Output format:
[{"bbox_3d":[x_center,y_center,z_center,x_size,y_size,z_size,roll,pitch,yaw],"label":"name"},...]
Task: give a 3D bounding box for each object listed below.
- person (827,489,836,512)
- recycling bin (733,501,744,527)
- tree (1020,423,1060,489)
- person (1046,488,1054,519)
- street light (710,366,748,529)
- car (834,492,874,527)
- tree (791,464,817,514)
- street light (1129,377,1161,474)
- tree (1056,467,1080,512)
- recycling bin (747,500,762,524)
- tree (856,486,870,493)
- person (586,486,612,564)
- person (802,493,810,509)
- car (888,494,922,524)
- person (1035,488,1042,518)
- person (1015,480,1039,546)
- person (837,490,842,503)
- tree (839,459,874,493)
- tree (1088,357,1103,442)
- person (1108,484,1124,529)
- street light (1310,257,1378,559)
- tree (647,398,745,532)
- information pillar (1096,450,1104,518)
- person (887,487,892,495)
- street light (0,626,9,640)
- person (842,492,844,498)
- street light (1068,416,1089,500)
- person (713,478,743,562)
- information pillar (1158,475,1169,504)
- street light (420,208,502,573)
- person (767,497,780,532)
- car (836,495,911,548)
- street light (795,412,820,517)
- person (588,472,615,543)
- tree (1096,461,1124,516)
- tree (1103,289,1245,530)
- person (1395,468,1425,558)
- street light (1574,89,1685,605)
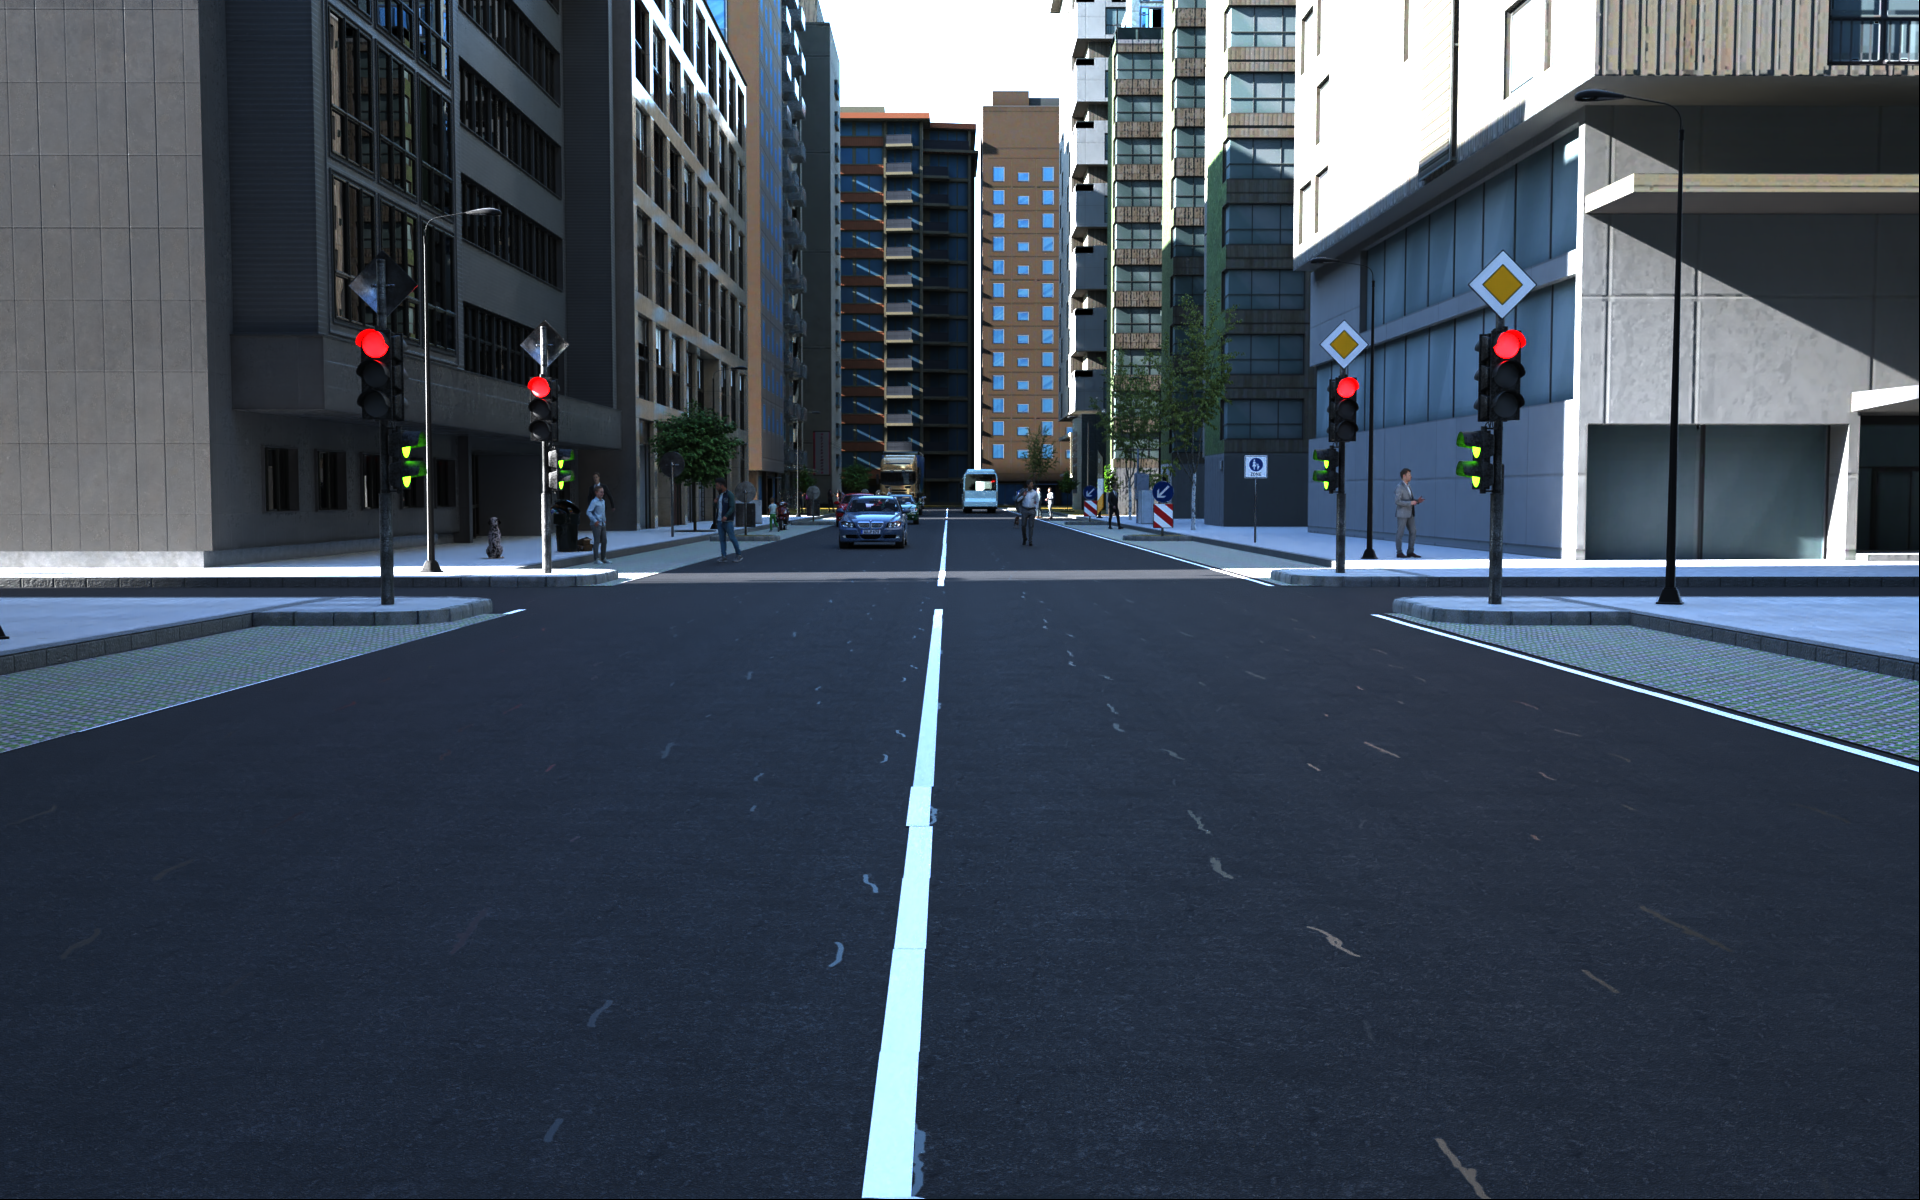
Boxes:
[{"bbox_3d":[-9.085,-7.030,122.452,0.593,1.643,0.415,0,4,-6],"label":"person"},{"bbox_3d":[-8.823,-3.379,67.803,0.722,1.027,0.722,-1,4,-12],"label":"recycling bin"},{"bbox_3d":[8.156,-14.111,181.082,4.737,8.622,4.395,0,3,0],"label":"tree"},{"bbox_3d":[5.150,-5.602,100.290,0.583,1.804,0.606,-2,4,-35],"label":"person"},{"bbox_3d":[-8.426,-5.540,63.126,1.470,5.913,1.316,0,4,0],"label":"street light"},{"bbox_3d":[-4.505,-4.171,77.233,2.155,1.783,4.494,0,4,1],"label":"car"},{"bbox_3d":[-10.019,-7.105,110.761,1.663,3.219,1.824,0,3,0],"label":"tree"},{"bbox_3d":[7.384,-5.881,68.698,1.470,5.913,1.316,0,4,0],"label":"street light"},{"bbox_3d":[7.721,-8.045,126.137,1.663,3.219,1.824,0,3,0],"label":"tree"},{"bbox_3d":[-8.962,-3.764,74.102,0.722,1.027,0.722,3,5,43],"label":"recycling bin"},{"bbox_3d":[-9.579,-10.651,168.740,1.663,3.219,1.824,0,3,0],"label":"tree"},{"bbox_3d":[-7.356,-1.527,35.282,0.330,1.601,0.589,2,4,31],"label":"person"},{"bbox_3d":[-13.350,-8.875,151.838,1.217,1.739,0.721,-1,4,-14],"label":"person"},{"bbox_3d":[-2.904,-4.383,83.468,2.131,1.459,4.920,0,4,-2],"label":"car"},{"bbox_3d":[4.633,-5.804,103.564,0.590,1.801,0.661,0,4,-1],"label":"person"},{"bbox_3d":[1.871,-2.433,48.377,0.679,1.850,0.850,0,4,-2],"label":"person"},{"bbox_3d":[-10.578,-8.823,151.761,0.415,1.643,0.593,1,4,9],"label":"person"},{"bbox_3d":[-9.728,-10.969,163.050,4.285,4.588,4.351,0,3,0],"label":"tree"},{"bbox_3d":[8.398,-8.256,85.341,4.737,8.622,4.395,0,3,0],"label":"tree"},{"bbox_3d":[6.318,-3.796,70.347,0.659,1.850,0.755,-3,4,-36],"label":"person"},{"bbox_3d":[7.574,-3.768,34.151,1.470,5.913,1.316,0,4,0],"label":"street light"},{"bbox_3d":[-9.023,-4.626,59.350,4.285,4.588,4.351,0,3,0],"label":"tree"},{"bbox_3d":[7.484,-6.168,92.205,0.183,3.616,0.504,-2,4,-32],"label":"information pillar"},{"bbox_3d":[-3.988,-5.464,97.715,0.818,1.842,0.514,0,4,-5],"label":"person"},{"bbox_3d":[-8.063,-2.604,15.115,1.470,5.913,1.316,0,4,0],"label":"street light"},{"bbox_3d":[-12.265,-10.515,178.905,0.436,1.711,0.756,-3,5,-42],"label":"person"},{"bbox_3d":[7.099,-7.994,103.245,1.470,5.913,1.316,0,4,0],"label":"street light"},{"bbox_3d":[-4.966,-1.701,36.651,0.623,1.781,0.721,2,4,34],"label":"person"},{"bbox_3d":[7.826,-3.806,66.713,0.304,2.012,0.304,-1,4,-18],"label":"information pillar"},{"bbox_3d":[-8.141,-3.409,28.271,1.470,5.913,1.316,0,4,0],"label":"street light"},{"bbox_3d":[-7.036,-3.218,65.358,0.306,1.304,0.590,-3,5,-44],"label":"person"},{"bbox_3d":[-2.339,-2.157,47.274,2.014,1.417,4.499,0,4,0],"label":"car"},{"bbox_3d":[-8.591,-7.653,97.673,1.470,5.913,1.316,0,4,0],"label":"street light"},{"bbox_3d":[-9.468,-2.422,45.420,0.659,1.850,0.755,0,4,7],"label":"person"},{"bbox_3d":[8.875,-6.550,101.700,1.663,3.219,1.824,0,3,0],"label":"tree"},{"bbox_3d":[8.202,-6.813,61.748,4.737,8.622,4.395,0,3,0],"label":"tree"},{"bbox_3d":[9.038,-1.750,34.861,0.583,1.804,0.606,2,4,35],"label":"person"},{"bbox_3d":[7.757,-2.907,20.067,1.470,5.913,1.316,0,4,0],"label":"street light"}]
